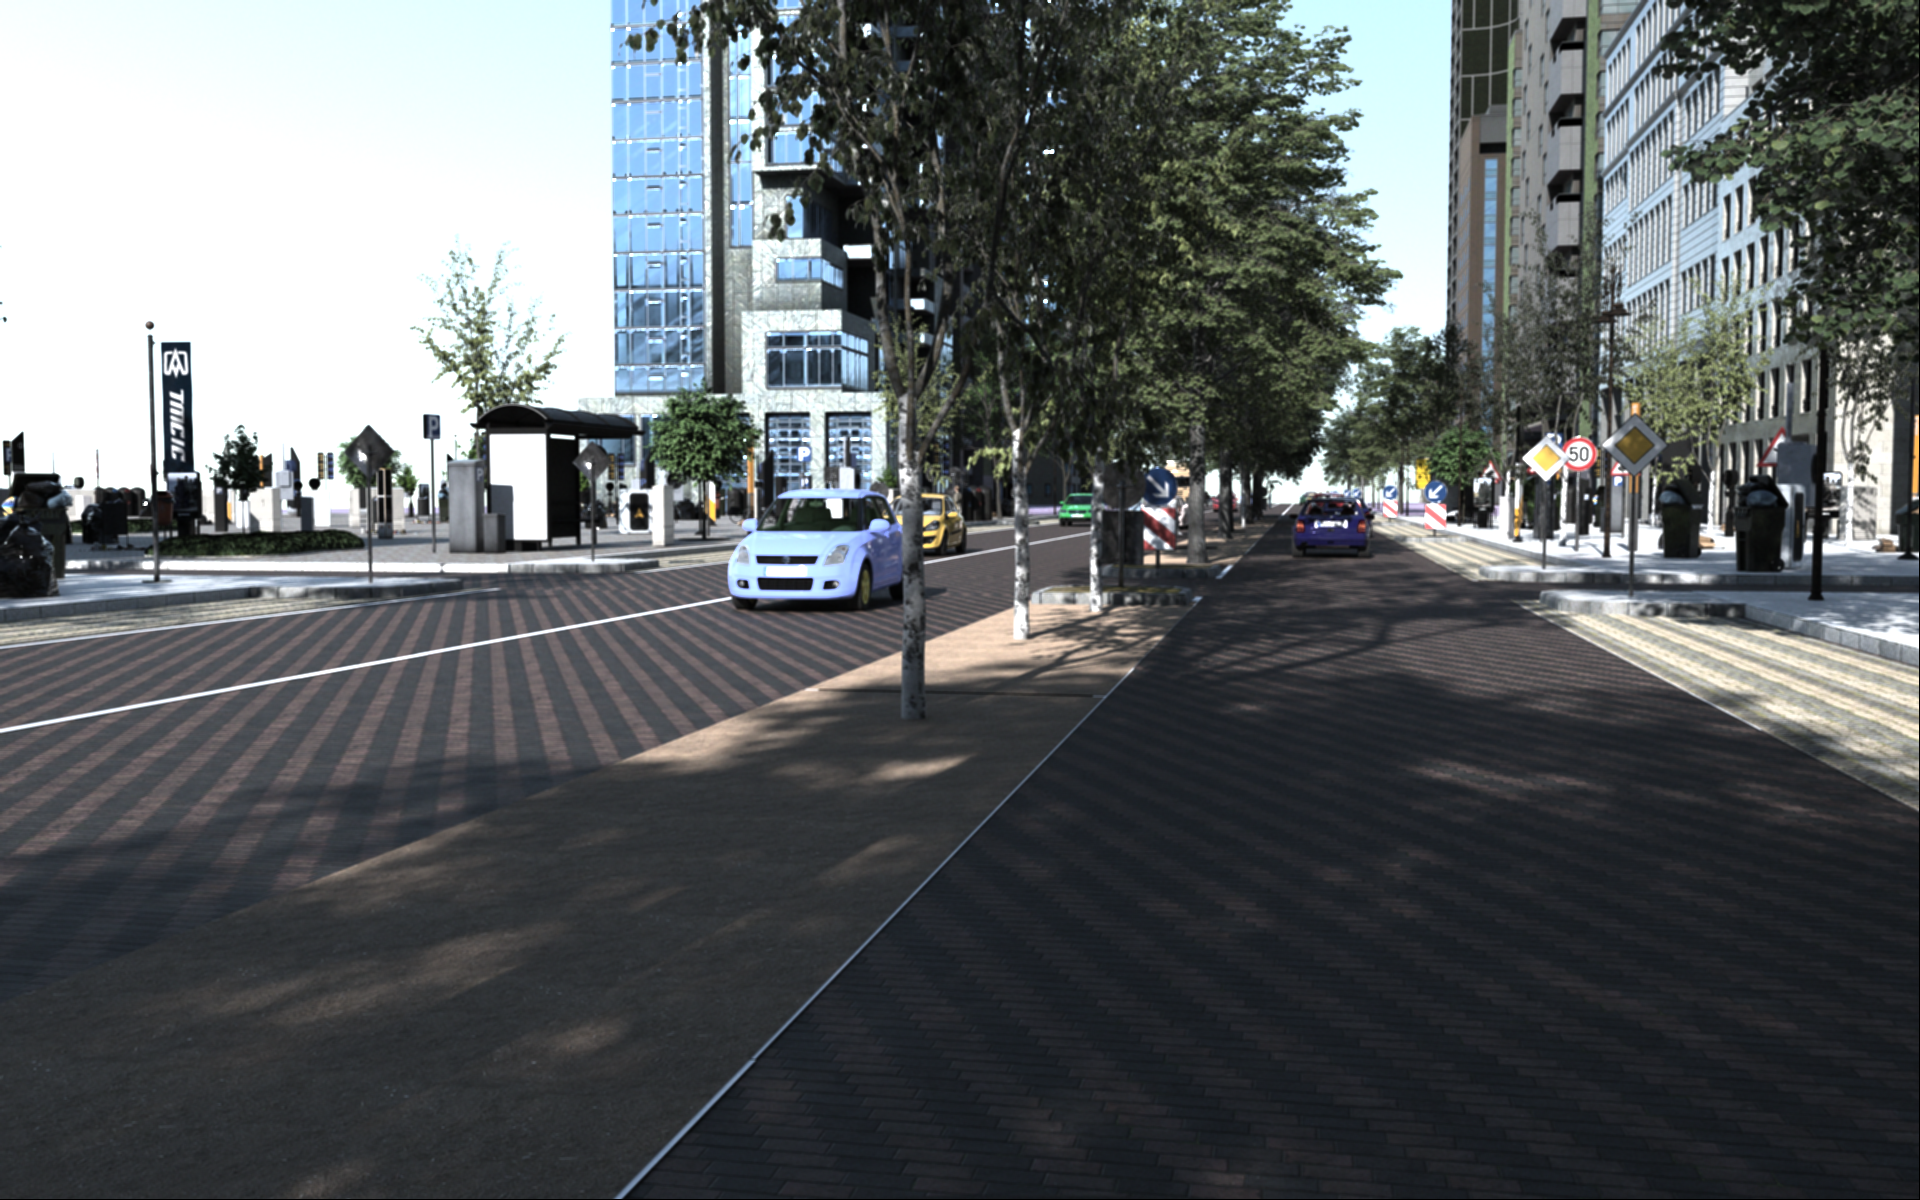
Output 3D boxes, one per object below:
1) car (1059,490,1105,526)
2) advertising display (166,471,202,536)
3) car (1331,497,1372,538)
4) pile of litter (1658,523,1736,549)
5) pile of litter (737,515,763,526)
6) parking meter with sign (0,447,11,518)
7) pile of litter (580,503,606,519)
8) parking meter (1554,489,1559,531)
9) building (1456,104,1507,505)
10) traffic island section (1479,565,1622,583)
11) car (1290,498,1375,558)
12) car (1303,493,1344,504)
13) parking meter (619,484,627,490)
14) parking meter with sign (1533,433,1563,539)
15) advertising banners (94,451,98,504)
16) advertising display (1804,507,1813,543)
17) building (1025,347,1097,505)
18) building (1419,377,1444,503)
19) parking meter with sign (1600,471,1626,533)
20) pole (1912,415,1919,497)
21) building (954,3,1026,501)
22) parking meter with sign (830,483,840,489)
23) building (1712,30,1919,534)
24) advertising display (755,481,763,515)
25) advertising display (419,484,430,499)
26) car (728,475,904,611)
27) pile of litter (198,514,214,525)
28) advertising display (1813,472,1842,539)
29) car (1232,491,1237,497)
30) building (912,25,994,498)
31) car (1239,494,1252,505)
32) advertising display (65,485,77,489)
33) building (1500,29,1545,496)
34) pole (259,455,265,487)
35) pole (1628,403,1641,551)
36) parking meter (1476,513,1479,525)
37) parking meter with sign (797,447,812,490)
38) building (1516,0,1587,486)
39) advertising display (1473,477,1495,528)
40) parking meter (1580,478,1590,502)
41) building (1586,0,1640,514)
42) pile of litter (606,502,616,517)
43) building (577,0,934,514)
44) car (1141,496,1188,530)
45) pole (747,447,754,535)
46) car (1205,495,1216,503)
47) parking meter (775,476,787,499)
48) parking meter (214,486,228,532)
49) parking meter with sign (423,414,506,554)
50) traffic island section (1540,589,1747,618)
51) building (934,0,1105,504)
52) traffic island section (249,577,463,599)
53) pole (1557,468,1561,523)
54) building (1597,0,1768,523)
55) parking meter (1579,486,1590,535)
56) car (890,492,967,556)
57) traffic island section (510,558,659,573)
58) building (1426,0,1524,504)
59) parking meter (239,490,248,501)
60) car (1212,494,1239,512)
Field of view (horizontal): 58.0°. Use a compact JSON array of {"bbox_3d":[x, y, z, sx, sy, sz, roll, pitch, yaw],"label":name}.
[{"bbox_3d":[5.559,-4.262,78.478,1.959,1.807,4.718,1,4,10],"label":"car"},{"bbox_3d":[-21.673,-2.640,48.374,0.974,1.923,0.123,1,4,9],"label":"advertising display"},{"bbox_3d":[12.865,-2.788,58.161,1.945,1.354,3.894,1,4,9],"label":"car"},{"bbox_3d":[17.061,-1.617,40.401,1.719,0.858,1.176,0,4,-2],"label":"pile of litter"},{"bbox_3d":[-8.429,-3.395,69.474,1.176,0.858,1.719,1,4,18],"label":"pile of litter"},{"bbox_3d":[-36.279,-4.186,64.708,1.738,3.016,0.543,0,4,5],"label":"parking meter with sign"},{"bbox_3d":[-17.951,-4.259,83.605,1.176,0.858,1.719,-1,4,-21],"label":"pile of litter"},{"bbox_3d":[20.731,-3.191,60.583,0.372,1.533,0.369,0,3,0],"label":"parking meter"},{"bbox_3d":[64.998,-33.586,199.239,14.600,45.320,14.200,1,4,11],"label":"building"},{"bbox_3d":[9.973,-0.443,29.522,2.009,0.180,2.903,1,4,11],"label":"traffic island section"},{"bbox_3d":[8.600,-1.683,40.090,1.945,1.354,3.894,1,4,12],"label":"car"},{"bbox_3d":[16.269,-4.126,76.499,2.155,1.783,4.494,1,4,10],"label":"car"},{"bbox_3d":[-18.951,-5.614,97.497,0.399,1.863,0.255,1,4,21],"label":"parking meter"},{"bbox_3d":[16.942,-3.293,50.101,0.543,3.016,1.738,0,4,7],"label":"parking meter with sign"},{"bbox_3d":[-34.270,-4.435,68.698,0.090,3.025,2.074,-2,4,-29],"label":"advertising banners"},{"bbox_3d":[21.934,-2.462,45.475,0.974,1.923,0.123,-2,4,-29],"label":"advertising display"},{"bbox_3d":[2.255,-22.859,218.777,27.650,21.520,28.899,1,4,11],"label":"building"},{"bbox_3d":[78.998,-24.170,240.211,27.650,21.520,28.899,1,4,11],"label":"building"},{"bbox_3d":[21.701,-3.739,57.387,0.543,3.016,1.738,0,4,0],"label":"parking meter with sign"},{"bbox_3d":[24.716,-3.117,44.811,0.158,3.312,0.155,0,3,0],"label":"pole"},{"bbox_3d":[-1.851,-31.247,161.005,14.600,45.320,14.200,1,4,11],"label":"building"},{"bbox_3d":[-6.306,-5.676,89.056,0.543,3.016,1.738,-3,5,-43],"label":"parking meter with sign"},{"bbox_3d":[34.489,-12.661,61.763,10.420,20.320,16.860,1,4,11],"label":"building"},{"bbox_3d":[-9.973,-4.940,85.983,0.123,1.923,0.974,1,4,11],"label":"advertising display"},{"bbox_3d":[-32.847,-6.176,106.193,0.123,1.923,0.974,1,4,16],"label":"advertising display"},{"bbox_3d":[-1.762,-0.788,22.472,1.945,1.707,3.694,1,4,10],"label":"car"},{"bbox_3d":[-32.150,-3.583,72.546,1.719,0.858,1.176,0,4,-1],"label":"pile of litter"},{"bbox_3d":[24.955,-2.746,50.114,0.974,1.923,0.123,2,4,25],"label":"advertising display"},{"bbox_3d":[36.662,-13.946,236.696,2.281,1.827,5.304,1,4,11],"label":"car"},{"bbox_3d":[-5.219,-28.368,147.405,14.154,41.232,14.086,1,4,11],"label":"building"},{"bbox_3d":[33.357,-11.676,200.493,1.945,1.707,3.694,1,4,13],"label":"car"},{"bbox_3d":[-61.514,-7.024,120.054,0.123,1.923,0.974,3,5,40],"label":"advertising display"},{"bbox_3d":[55.823,-28.838,155.096,14.154,41.232,14.086,1,4,11],"label":"building"},{"bbox_3d":[-36.108,-5.859,89.644,0.158,3.312,0.155,0,3,0],"label":"pole"},{"bbox_3d":[15.102,-2.748,38.780,0.158,3.312,0.155,0,3,0],"label":"pole"},{"bbox_3d":[21.453,-4.003,71.159,0.399,1.863,0.255,-1,4,-20],"label":"parking meter"},{"bbox_3d":[-5.724,-4.179,64.590,0.543,3.016,1.738,0,4,1],"label":"parking meter with sign"},{"bbox_3d":[58.544,-33.258,133.013,28.713,52.752,27.495,1,4,11],"label":"building"},{"bbox_3d":[19.697,-3.668,65.180,0.123,1.923,0.974,-2,4,-29],"label":"advertising display"},{"bbox_3d":[22.381,-3.451,62.128,0.399,1.863,0.255,1,4,11],"label":"parking meter"},{"bbox_3d":[48.204,-26.329,114.072,14.154,41.232,14.086,1,4,11],"label":"building"},{"bbox_3d":[-19.700,-5.209,99.138,1.719,0.858,1.176,0,4,-4],"label":"pile of litter"},{"bbox_3d":[-12.589,-49.649,124.437,22.319,86.520,31.000,1,4,11],"label":"building"},{"bbox_3d":[8.423,-3.596,71.158,2.083,1.381,4.827,1,4,12],"label":"car"},{"bbox_3d":[-6.497,-3.662,53.725,0.158,3.312,0.155,0,3,0],"label":"pole"},{"bbox_3d":[35.930,-14.411,248.193,1.945,1.354,3.894,1,4,10],"label":"car"},{"bbox_3d":[-5.938,-3.170,57.546,0.255,1.863,0.399,2,4,26],"label":"parking meter"},{"bbox_3d":[-25.148,-3.257,58.964,0.399,1.863,0.255,0,4,-3],"label":"parking meter"},{"bbox_3d":[-10.733,-2.532,37.651,1.738,3.016,0.543,1,4,16],"label":"parking meter with sign"},{"bbox_3d":[8.420,0.036,21.689,2.009,0.180,2.903,1,4,11],"label":"traffic island section"},{"bbox_3d":[10.851,-57.070,245.766,22.319,86.520,31.000,1,4,11],"label":"building"},{"bbox_3d":[-8.541,-0.169,25.044,2.009,0.180,2.903,1,4,11],"label":"traffic island section"},{"bbox_3d":[24.392,-4.692,70.549,0.158,3.312,0.155,0,3,0],"label":"pole"},{"bbox_3d":[39.570,-18.795,84.789,11.434,29.767,29.804,1,4,11],"label":"building"},{"bbox_3d":[19.582,-2.815,54.435,0.372,1.533,0.369,0,3,0],"label":"parking meter"},{"bbox_3d":[-0.950,-1.898,41.250,2.015,1.641,3.980,1,4,10],"label":"car"},{"bbox_3d":[-6.988,-0.648,32.877,2.009,0.180,2.903,1,4,11],"label":"traffic island section"},{"bbox_3d":[69.744,-47.528,215.336,20.563,71.187,20.611,1,4,11],"label":"building"},{"bbox_3d":[-38.069,-5.281,92.062,0.255,1.863,0.399,2,4,25],"label":"parking meter"},{"bbox_3d":[21.287,-7.935,138.770,2.155,1.783,4.494,1,4,12],"label":"car"}]
